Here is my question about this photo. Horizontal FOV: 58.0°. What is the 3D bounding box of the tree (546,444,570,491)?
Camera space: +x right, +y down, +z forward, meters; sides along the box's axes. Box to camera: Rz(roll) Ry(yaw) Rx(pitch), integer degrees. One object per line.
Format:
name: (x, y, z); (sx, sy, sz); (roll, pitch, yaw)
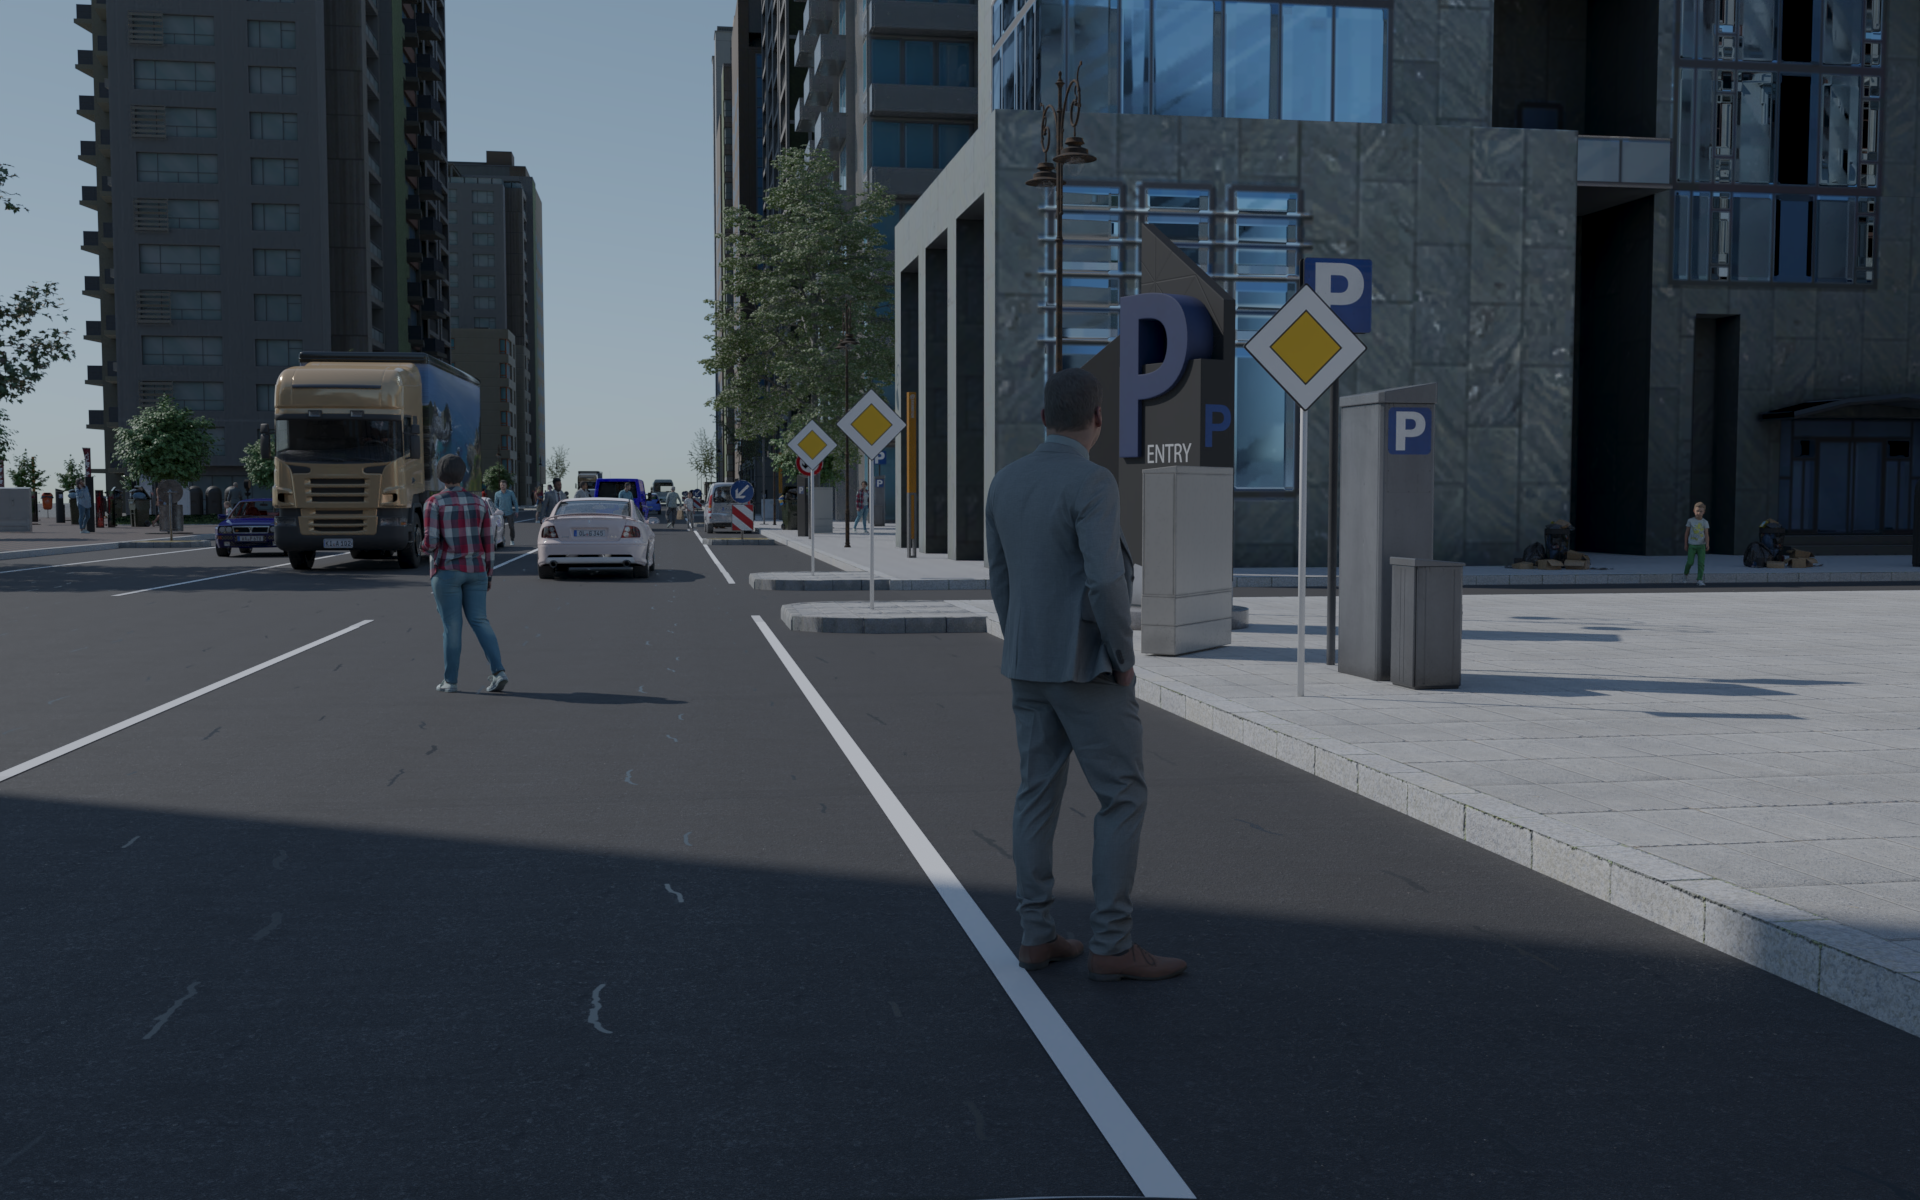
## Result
tree: (-59.371, -18.668, 255.590); (4.737, 8.622, 4.395); (0, 3, 0)

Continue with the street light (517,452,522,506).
street light: (-46.244, -12.784, 181.810); (0.468, 5.910, 1.993); (-1, 4, -10)

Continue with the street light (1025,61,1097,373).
street light: (1.093, -2.832, 19.099); (0.468, 5.910, 1.993); (-1, 4, -10)

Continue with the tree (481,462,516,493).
tree: (-45.799, -11.491, 171.585); (4.285, 4.588, 4.351); (0, 3, 0)

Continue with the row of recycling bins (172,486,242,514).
row of recycling bins: (-38.557, -4.975, 88.460); (3.534, 1.692, 1.069); (-2, 4, -24)

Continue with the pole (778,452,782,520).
pole: (-8.802, -5.571, 84.923); (0.158, 3.312, 0.155); (0, 3, 0)

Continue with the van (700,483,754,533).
van: (-8.660, -3.516, 64.493); (2.013, 2.044, 4.112); (-1, 4, -10)

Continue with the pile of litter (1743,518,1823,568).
pile of litter: (14.535, -1.010, 30.473); (1.719, 0.858, 1.176); (-1, 4, -18)

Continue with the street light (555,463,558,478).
street light: (-56.282, -16.441, 241.596); (0.468, 5.910, 1.993); (-1, 4, -10)

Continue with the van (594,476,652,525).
van: (-13.529, -3.968, 69.263); (2.240, 2.365, 5.245); (0, 4, -8)

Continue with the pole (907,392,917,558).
pole: (-0.970, -2.501, 34.739); (0.158, 3.312, 0.155); (0, 3, 0)

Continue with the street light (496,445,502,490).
street light: (-42.488, -11.432, 159.700); (0.468, 5.910, 1.993); (-1, 4, -10)

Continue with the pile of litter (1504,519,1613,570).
pile of litter: (10.264, -0.959, 29.644); (1.719, 0.858, 1.176); (2, 4, 33)

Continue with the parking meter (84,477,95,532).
parking meter: (-29.289, -3.215, 58.279); (0.255, 1.863, 0.399); (-2, 4, -32)

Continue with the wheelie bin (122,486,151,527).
wheelie bin: (-32.065, -3.656, 67.687); (0.980, 1.594, 0.693); (3, 5, 40)

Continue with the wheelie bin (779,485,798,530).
wheelie bin: (-5.951, -3.296, 61.793); (0.980, 1.594, 0.693); (-2, 4, -32)

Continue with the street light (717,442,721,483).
street light: (-20.329, -10.603, 146.154); (0.468, 5.910, 1.993); (-1, 4, -10)

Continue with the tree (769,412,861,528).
tree: (-5.361, -4.957, 64.767); (4.285, 4.588, 4.351); (0, 3, 0)

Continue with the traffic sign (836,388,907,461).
traffic sign: (-0.956, -1.038, 19.165); (0.795, 2.593, 0.064); (-1, 4, -10)

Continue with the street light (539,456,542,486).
street light: (-51.282, -14.620, 211.824); (0.468, 5.910, 1.993); (-1, 4, -10)

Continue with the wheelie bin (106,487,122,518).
wheelie bin: (-37.905, -4.268, 77.697); (0.693, 1.594, 0.980); (-2, 4, -31)

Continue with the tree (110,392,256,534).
tree: (-25.499, -4.415, 55.895); (4.285, 4.588, 4.351); (0, 3, 0)

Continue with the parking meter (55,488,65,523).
parking meter: (-39.907, -4.184, 76.817); (0.372, 1.533, 0.369); (0, 3, 0)

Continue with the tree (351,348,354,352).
tree: (-31.540, -8.418, 87.995); (4.737, 8.622, 4.395); (0, 3, 0)

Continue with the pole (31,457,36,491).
pole: (-50.424, -6.143, 94.286); (0.158, 3.312, 0.155); (0, 3, 0)

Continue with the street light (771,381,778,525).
street light: (-7.640, -6.020, 71.214); (0.468, 5.910, 1.993); (-1, 4, -10)

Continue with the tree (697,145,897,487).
tree: (-4.875, -8.517, 57.380); (7.486, 12.596, 7.792); (0, 3, 0)

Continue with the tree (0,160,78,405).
tree: (-22.158, -7.035, 32.037); (9.611, 12.733, 9.660); (0, 3, 0)

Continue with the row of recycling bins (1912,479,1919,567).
row of recycling bins: (18.556, -1.429, 30.476); (3.534, 1.692, 1.069); (0, 4, -3)

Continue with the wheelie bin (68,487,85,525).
wheelie bin: (-37.241, -3.987, 73.090); (0.693, 1.594, 0.980); (-1, 4, -21)

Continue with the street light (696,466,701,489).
street light: (-39.221, -17.481, 258.598); (0.468, 5.910, 1.993); (-1, 4, -10)

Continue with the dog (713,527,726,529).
dog: (-9.993, -3.149, 71.687); (0.748, 0.427, 0.550); (-1, 4, -11)

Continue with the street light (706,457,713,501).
street light: (-25.267, -12.425, 175.935); (0.468, 5.910, 1.993); (-1, 4, -10)

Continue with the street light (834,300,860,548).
street light: (-2.702, -4.198, 41.433); (0.468, 5.910, 1.993); (-1, 4, -10)

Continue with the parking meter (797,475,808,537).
parking meter: (-4.684, -2.842, 52.170); (0.399, 1.863, 0.255); (3, 5, 40)

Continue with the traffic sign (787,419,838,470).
traffic sign: (-2.281, -1.520, 27.040); (0.795, 2.593, 0.064); (-1, 4, -10)

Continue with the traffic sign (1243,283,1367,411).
traffic sign: (2.181, -0.682, 10.884); (0.795, 2.593, 0.064); (0, 4, -7)

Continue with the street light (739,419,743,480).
street light: (-12.743, -7.848, 101.099); (0.468, 5.910, 1.993); (-1, 4, -10)

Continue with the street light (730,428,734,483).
street light: (-15.232, -8.784, 116.399); (0.468, 5.910, 1.993); (-1, 4, -10)

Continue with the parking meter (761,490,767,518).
parking meter: (-10.699, -5.269, 94.559); (0.372, 1.533, 0.369); (0, 3, 0)

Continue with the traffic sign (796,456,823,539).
traffic sign: (-4.262, -2.997, 49.108); (0.768, 2.556, 0.104); (0, 4, -5)
